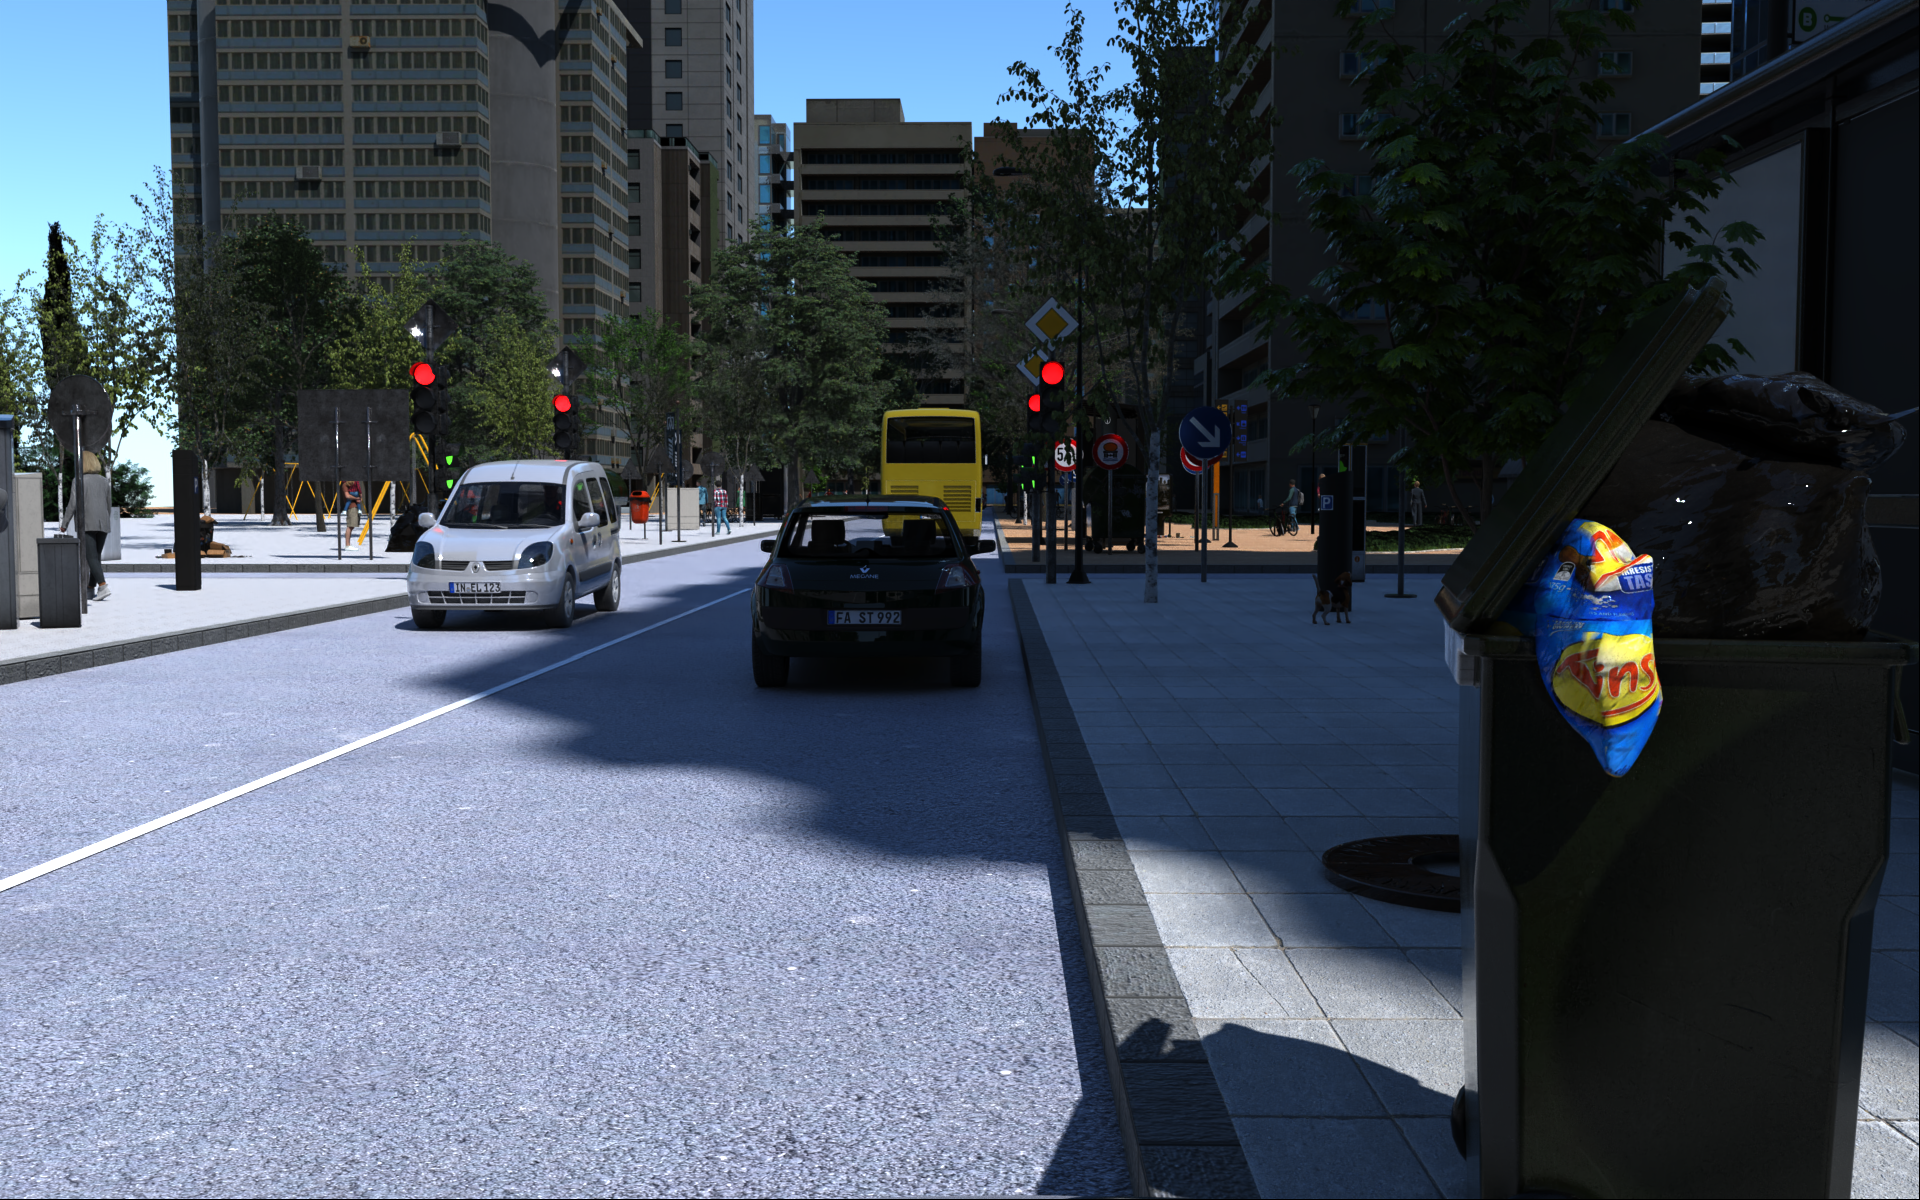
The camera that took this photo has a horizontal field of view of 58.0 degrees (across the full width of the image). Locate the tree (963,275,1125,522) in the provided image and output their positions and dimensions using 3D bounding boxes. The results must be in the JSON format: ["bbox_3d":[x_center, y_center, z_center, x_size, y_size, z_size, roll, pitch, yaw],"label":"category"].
[{"bbox_3d":[3.959,-9.442,80.130,9.928,11.665,9.643,0,3,0],"label":"tree"}]

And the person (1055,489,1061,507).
[{"bbox_3d":[9.943,-10.482,177.979,0.990,1.755,0.434,2,4,29],"label":"person"}]

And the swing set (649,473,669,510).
[{"bbox_3d":[-17.835,-6.625,105.940,2.862,2.851,3.119,0,4,-6],"label":"swing set"}]

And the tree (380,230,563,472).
[{"bbox_3d":[-24.076,-10.941,85.534,9.857,13.997,8.962,0,3,0],"label":"tree"}]

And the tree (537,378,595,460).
[{"bbox_3d":[-23.814,-9.414,104.281,4.360,8.622,3.978,0,3,0],"label":"tree"}]

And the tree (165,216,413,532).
[{"bbox_3d":[-22.016,-7.600,58.673,7.601,10.594,8.767,1,4,18],"label":"tree"}]

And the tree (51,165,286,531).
[{"bbox_3d":[-17.099,-5.415,38.891,4.360,8.622,3.978,0,3,0],"label":"tree"}]

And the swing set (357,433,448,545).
[{"bbox_3d":[-14.196,-2.903,45.092,2.862,2.851,3.119,-1,4,-20],"label":"swing set"}]

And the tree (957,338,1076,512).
[{"bbox_3d":[3.550,-12.501,121.392,9.611,12.733,9.660,0,3,0],"label":"tree"}]

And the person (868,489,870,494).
[{"bbox_3d":[-9.352,-10.443,176.787,0.705,1.824,1.348,-1,4,-23],"label":"person"}]

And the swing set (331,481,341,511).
[{"bbox_3d":[-33.750,-5.825,92.853,3.119,2.851,2.862,2,4,27],"label":"swing set"}]

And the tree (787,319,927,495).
[{"bbox_3d":[-6.844,-11.698,108.264,9.611,12.733,9.660,0,3,0],"label":"tree"}]

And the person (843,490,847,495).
[{"bbox_3d":[-11.166,-9.930,169.198,0.445,1.727,0.742,1,4,19],"label":"person"}]

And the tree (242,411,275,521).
[{"bbox_3d":[-33.271,-8.040,81.811,4.737,8.622,4.395,0,3,0],"label":"tree"}]

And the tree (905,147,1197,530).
[{"bbox_3d":[3.259,-9.237,61.389,12.009,13.543,11.850,0,3,0],"label":"tree"}]

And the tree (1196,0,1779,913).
[{"bbox_3d":[1.597,-0.676,5.648,1.663,3.219,1.824,0,3,0],"label":"tree"}]

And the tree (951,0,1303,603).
[{"bbox_3d":[2.179,-4.287,20.456,4.737,8.622,4.395,0,3,0],"label":"tree"}]

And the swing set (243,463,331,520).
[{"bbox_3d":[-33.818,-5.457,86.837,2.862,2.851,3.119,0,4,7],"label":"swing set"}]

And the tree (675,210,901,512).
[{"bbox_3d":[-7.547,-10.414,76.930,9.857,13.997,8.962,0,3,0],"label":"tree"}]

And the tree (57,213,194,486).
[{"bbox_3d":[-22.723,-5.880,46.493,4.737,8.622,4.395,0,3,0],"label":"tree"}]

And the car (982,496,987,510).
[{"bbox_3d":[1.410,-9.347,161.856,2.155,1.783,4.494,0,3,0],"label":"car"}]

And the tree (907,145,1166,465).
[{"bbox_3d":[5.424,-14.465,92.394,12.611,20.169,13.585,0,3,0],"label":"tree"}]

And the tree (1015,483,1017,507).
[{"bbox_3d":[5.342,-11.022,174.808,1.663,3.219,1.824,0,3,0],"label":"tree"}]

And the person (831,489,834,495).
[{"bbox_3d":[-13.337,-10.683,180.787,0.705,1.814,1.350,1,4,11],"label":"person"}]

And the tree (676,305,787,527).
[{"bbox_3d":[-8.595,-7.156,67.359,4.360,8.622,3.978,0,3,0],"label":"tree"}]

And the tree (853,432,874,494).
[{"bbox_3d":[-7.046,-10.769,126.429,4.737,8.622,4.395,0,3,0],"label":"tree"}]

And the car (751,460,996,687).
[{"bbox_3d":[-0.694,-0.274,14.267,2.009,1.686,4.222,0,4,0],"label":"car"}]

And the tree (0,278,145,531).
[{"bbox_3d":[-31.409,-6.694,59.813,4.360,8.622,3.978,0,3,0],"label":"tree"}]

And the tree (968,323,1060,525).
[{"bbox_3d":[2.492,-7.399,71.331,4.360,8.622,3.978,0,3,0],"label":"tree"}]

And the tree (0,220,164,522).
[{"bbox_3d":[-46.895,-11.242,85.633,13.155,14.587,18.604,-2,4,-23],"label":"tree"}]

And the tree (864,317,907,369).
[{"bbox_3d":[-7.532,-20.096,184.462,12.611,20.169,13.585,0,3,0],"label":"tree"}]

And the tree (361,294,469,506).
[{"bbox_3d":[-31.730,-11.042,98.668,7.486,12.596,7.792,0,3,0],"label":"tree"}]

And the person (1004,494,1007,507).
[{"bbox_3d":[4.531,-9.579,165.844,0.628,1.438,0.799,0,4,3],"label":"person"}]

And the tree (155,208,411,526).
[{"bbox_3d":[-27.485,-9.351,69.900,9.611,12.733,9.660,0,3,0],"label":"tree"}]

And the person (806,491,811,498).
[{"bbox_3d":[-15.424,-10.510,177.837,0.705,1.831,1.348,1,4,16],"label":"person"}]

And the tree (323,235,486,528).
[{"bbox_3d":[-16.344,-6.076,49.712,4.737,8.622,4.395,0,3,0],"label":"tree"}]

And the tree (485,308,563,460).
[{"bbox_3d":[-17.230,-7.201,68.103,4.737,8.622,4.395,0,3,0],"label":"tree"}]

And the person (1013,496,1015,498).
[{"bbox_3d":[5.204,-10.256,176.948,0.991,1.433,0.599,-2,4,-24],"label":"person"}]

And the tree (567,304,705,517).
[{"bbox_3d":[-17.723,-10.434,96.356,9.928,11.665,9.643,0,3,0],"label":"tree"}]

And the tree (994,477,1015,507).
[{"bbox_3d":[4.177,-10.652,168.753,1.663,3.219,1.824,0,3,0],"label":"tree"}]

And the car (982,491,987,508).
[{"bbox_3d":[1.707,-10.561,181.348,2.281,1.827,5.304,0,4,-1],"label":"car"}]

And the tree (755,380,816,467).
[{"bbox_3d":[-10.279,-9.165,100.215,4.737,8.622,4.395,0,3,0],"label":"tree"}]

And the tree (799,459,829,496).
[{"bbox_3d":[-7.939,-6.235,96.543,1.663,3.219,1.824,0,3,0],"label":"tree"}]

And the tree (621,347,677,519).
[{"bbox_3d":[-14.918,-8.395,87.617,4.360,8.622,3.978,0,3,0],"label":"tree"}]

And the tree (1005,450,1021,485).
[{"bbox_3d":[5.179,-12.804,143.761,7.601,10.594,8.767,-1,4,-13],"label":"tree"}]
